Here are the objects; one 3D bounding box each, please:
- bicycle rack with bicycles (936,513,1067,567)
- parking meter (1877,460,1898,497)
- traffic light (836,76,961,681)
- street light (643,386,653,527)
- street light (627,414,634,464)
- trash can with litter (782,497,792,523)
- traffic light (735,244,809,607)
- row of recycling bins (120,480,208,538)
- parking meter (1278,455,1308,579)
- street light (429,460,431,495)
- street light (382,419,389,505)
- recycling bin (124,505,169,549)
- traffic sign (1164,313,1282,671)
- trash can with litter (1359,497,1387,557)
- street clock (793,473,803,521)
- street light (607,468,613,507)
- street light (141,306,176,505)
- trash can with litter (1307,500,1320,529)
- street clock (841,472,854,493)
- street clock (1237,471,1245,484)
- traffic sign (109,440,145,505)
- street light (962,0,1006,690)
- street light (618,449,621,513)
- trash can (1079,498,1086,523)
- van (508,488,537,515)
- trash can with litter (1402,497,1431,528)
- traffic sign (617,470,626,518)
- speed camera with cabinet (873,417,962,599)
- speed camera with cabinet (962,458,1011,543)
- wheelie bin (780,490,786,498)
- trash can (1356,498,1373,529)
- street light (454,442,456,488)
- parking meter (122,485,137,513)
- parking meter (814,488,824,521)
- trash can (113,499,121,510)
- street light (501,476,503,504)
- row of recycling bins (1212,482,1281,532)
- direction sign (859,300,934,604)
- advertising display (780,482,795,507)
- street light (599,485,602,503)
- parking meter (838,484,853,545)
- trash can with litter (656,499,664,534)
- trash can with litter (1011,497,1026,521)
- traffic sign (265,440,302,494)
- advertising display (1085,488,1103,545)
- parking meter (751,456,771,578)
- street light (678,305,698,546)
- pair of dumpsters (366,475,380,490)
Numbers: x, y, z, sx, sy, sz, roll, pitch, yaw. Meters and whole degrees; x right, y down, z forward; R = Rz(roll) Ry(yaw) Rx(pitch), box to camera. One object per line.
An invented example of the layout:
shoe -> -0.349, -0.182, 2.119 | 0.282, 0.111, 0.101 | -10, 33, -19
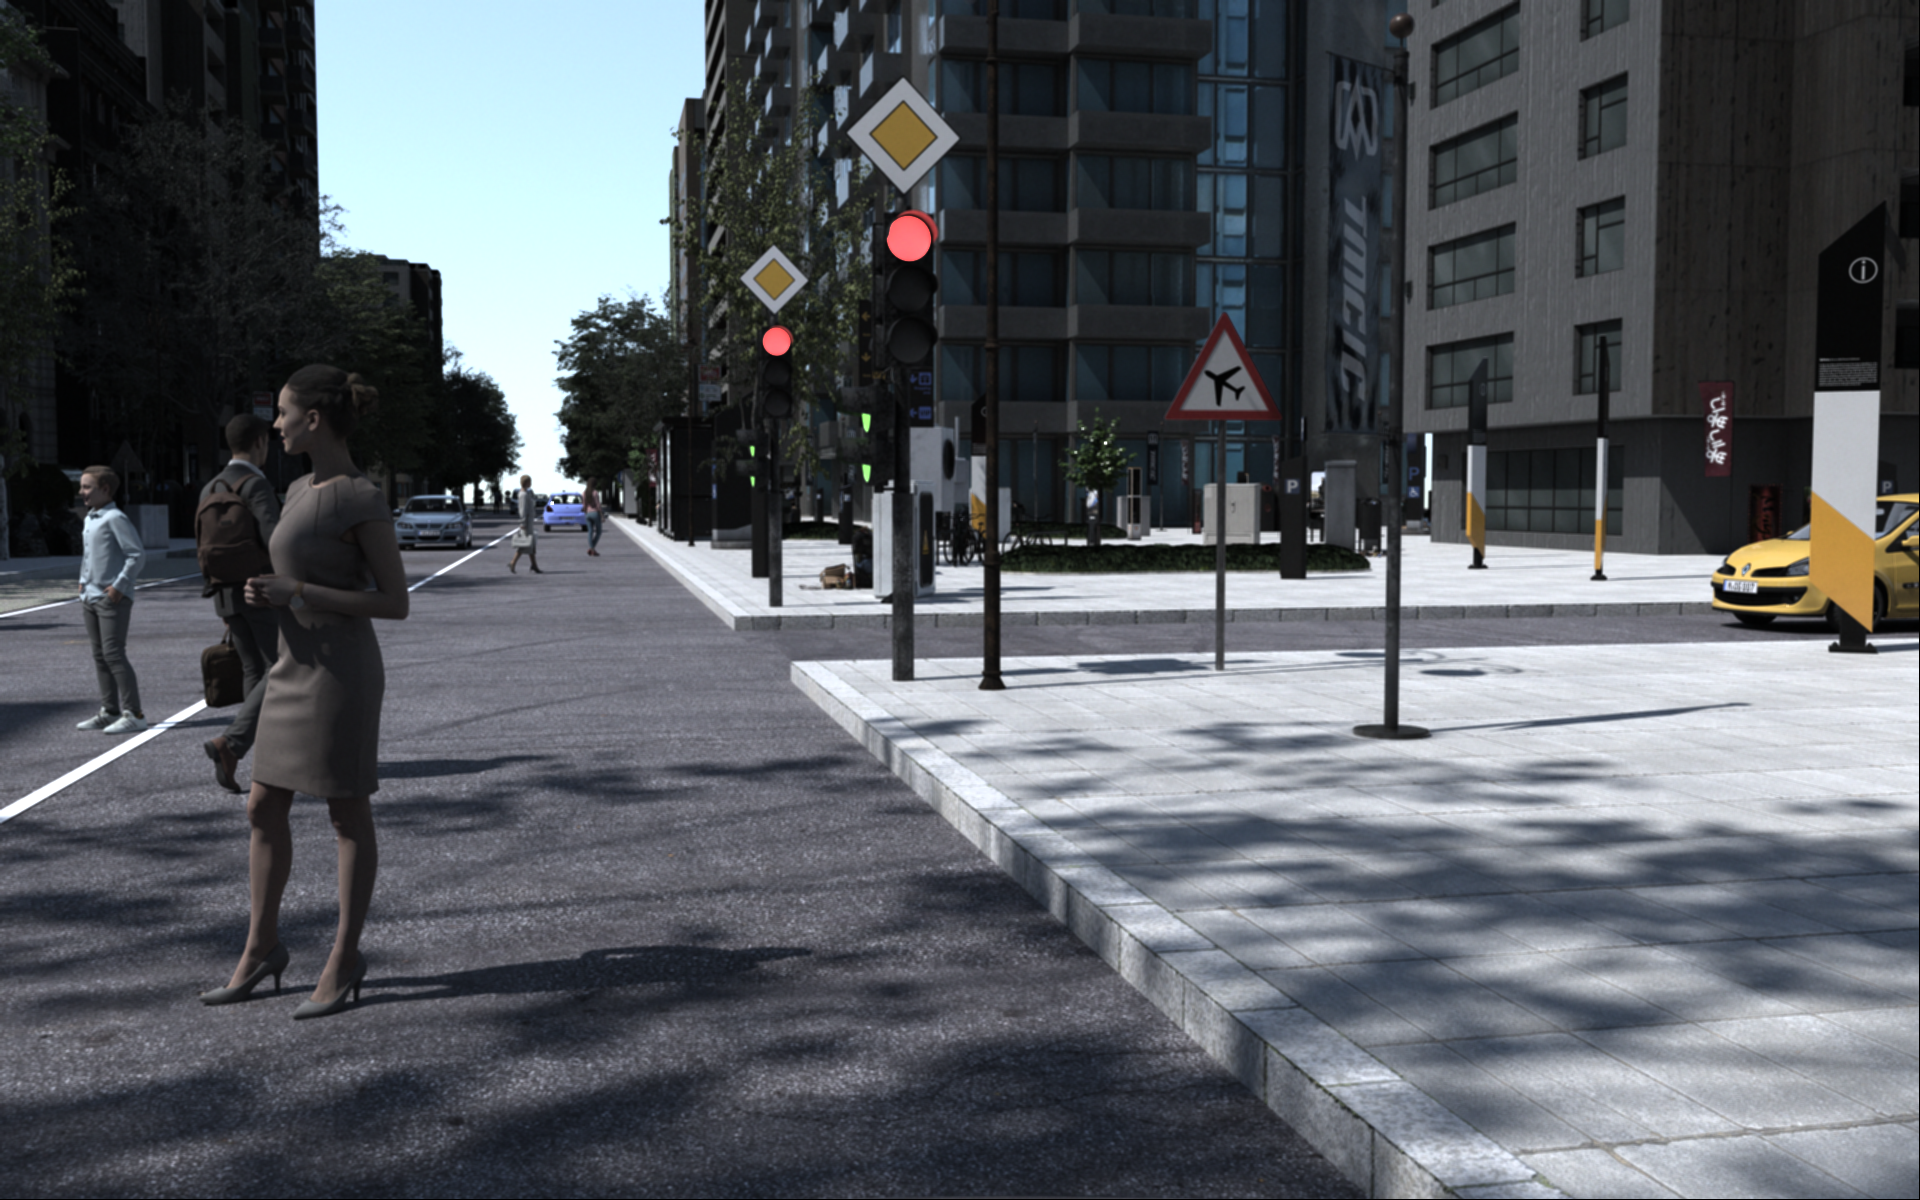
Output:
bicycle rack with bicycles -> 0.587, -1.101, 31.391 | 2.852, 0.926, 2.925 | 2, 4, 27
parking meter -> 15.531, -1.435, 29.181 | 0.399, 1.863, 0.255 | 0, 4, -8
traffic light -> -0.410, -1.400, 11.814 | 0.839, 4.253, 0.868 | -1, 4, -12
street light -> -12.121, -5.801, 67.636 | 0.468, 5.910, 1.993 | -1, 4, -12
street light -> -17.647, -7.328, 92.600 | 0.468, 5.910, 1.993 | -1, 4, -12
trash can with litter -> -5.917, -2.948, 59.580 | 0.624, 1.170, 1.055 | -2, 4, -34
traffic light -> -2.117, -1.877, 19.616 | 0.839, 4.253, 0.868 | -1, 4, -12
row of recycling bins -> -22.638, -2.647, 50.399 | 3.534, 1.692, 1.069 | 0, 4, 1
parking meter -> 5.022, -1.250, 26.143 | 0.399, 1.863, 0.255 | 1, 4, 22
street light -> -35.809, -8.817, 116.944 | 0.468, 5.910, 1.993 | -1, 4, -12
street light -> -30.433, -7.294, 92.040 | 0.468, 5.910, 1.993 | -1, 4, -12
recycling bin -> -19.102, -1.719, 40.664 | 0.722, 1.027, 0.722 | 2, 4, 34
traffic sign -> 1.889, -0.765, 12.517 | 0.884, 2.594, 0.081 | -1, 4, -11
trash can with litter -> 8.095, -1.514, 35.818 | 2.233, 1.210, 1.678 | -2, 4, -23
street clock -> -5.445, -3.280, 58.204 | 0.358, 2.002, 0.471 | 0, 4, -5
street light -> -28.479, -10.346, 141.941 | 0.468, 5.910, 1.993 | -1, 4, -12
street light -> -19.682, -4.274, 42.660 | 0.468, 5.910, 1.993 | -1, 4, -12
trash can with litter -> 12.842, -3.159, 63.031 | 0.624, 1.170, 1.055 | 0, 4, 7
street clock -> -3.733, -3.269, 58.018 | 0.471, 2.002, 0.358 | 2, 4, 32
street clock -> 9.002, -3.114, 55.479 | 0.358, 2.002, 0.471 | 0, 4, 4
traffic sign -> -20.010, -2.542, 41.562 | 0.884, 2.594, 0.081 | 0, 4, -7
street light -> 0.211, -2.351, 11.228 | 0.468, 5.910, 1.993 | -1, 4, -12
street light -> -23.052, -8.823, 117.049 | 0.468, 5.910, 1.993 | -1, 4, -12
trash can -> 4.696, -3.134, 62.901 | 0.748, 1.137, 0.748 | 0, 3, 0
van -> -30.787, -7.031, 121.970 | 2.013, 2.044, 4.112 | -1, 4, -12
trash can with litter -> 16.254, -3.085, 61.831 | 1.055, 1.170, 0.624 | 0, 4, -3
traffic sign -> -17.688, -5.581, 91.358 | 0.768, 2.556, 0.104 | 0, 4, -3
speed camera with cabinet -> -0.562, -1.696, 22.059 | 0.660, 3.252, 2.038 | 1, 4, 13
speed camera with cabinet -> 0.366, -3.098, 44.983 | 2.038, 3.252, 0.660 | -3, 4, -37
wheelie bin -> -8.345, -4.397, 79.803 | 0.693, 1.594, 0.980 | -1, 4, -11
trash can -> 14.845, -3.194, 63.871 | 0.748, 1.137, 0.748 | 0, 3, 0
street light -> -41.333, -10.338, 141.815 | 0.468, 5.910, 1.993 | -1, 4, -12
parking meter -> -22.850, -2.403, 47.693 | 0.372, 1.533, 0.369 | 0, 3, 0
parking meter -> -5.517, -3.623, 67.648 | 0.372, 1.533, 0.369 | 0, 3, 0
trash can -> -25.881, -2.559, 53.496 | 0.748, 1.137, 0.748 | 0, 3, 0
street light -> -59.051, -15.314, 223.173 | 0.468, 5.910, 1.993 | -1, 4, -12
row of recycling bins -> 9.847, -3.151, 58.638 | 3.534, 1.692, 1.069 | -2, 4, -27
direction sign -> -0.743, -1.731, 20.300 | 0.876, 3.537, 0.379 | 0, 4, -5
advertising display -> -9.242, -5.347, 92.634 | 0.974, 1.923, 0.123 | -3, 5, -40
street light -> -40.527, -13.724, 197.173 | 0.468, 5.910, 1.993 | -1, 4, -12
parking meter -> -2.904, -2.179, 44.045 | 0.372, 1.533, 0.369 | 0, 3, 0
trash can with litter -> -9.617, -2.739, 56.171 | 0.624, 1.170, 1.055 | -1, 4, -19
trash can with litter -> 2.073, -2.738, 56.146 | 1.055, 1.170, 0.624 | 0, 4, -7
traffic sign -> -25.925, -4.361, 65.169 | 2.265, 3.308, 0.079 | 0, 4, -6
advertising display -> 3.231, -2.235, 41.761 | 0.123, 1.923, 0.974 | -1, 4, -14
parking meter -> -3.032, -1.281, 26.660 | 0.255, 1.863, 0.399 | 1, 4, 14
street light -> -6.608, -4.261, 42.451 | 0.468, 5.910, 1.993 | -1, 4, -12
pair of dumpsters -> -30.551, -5.250, 88.327 | 1.574, 2.255, 4.437 | -1, 4, -12
